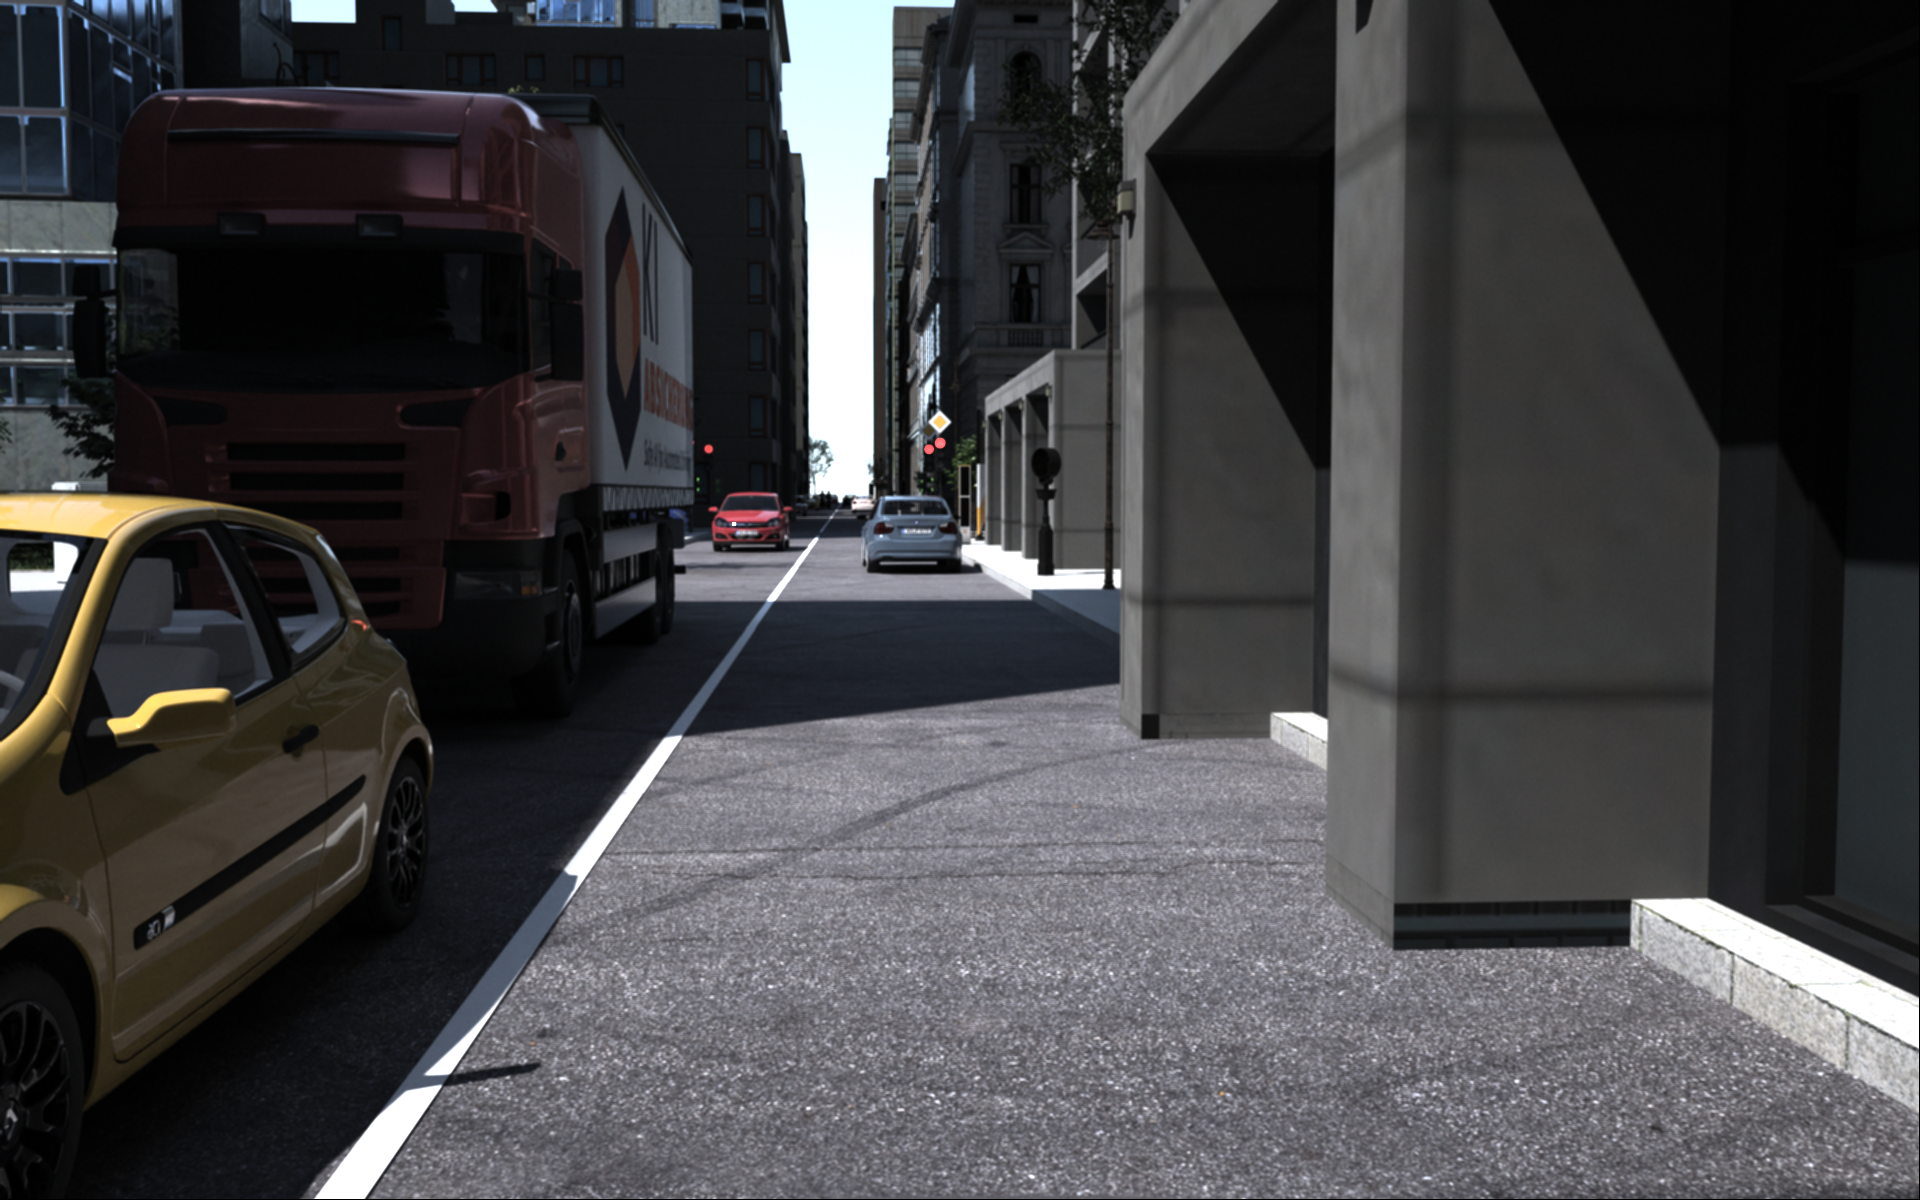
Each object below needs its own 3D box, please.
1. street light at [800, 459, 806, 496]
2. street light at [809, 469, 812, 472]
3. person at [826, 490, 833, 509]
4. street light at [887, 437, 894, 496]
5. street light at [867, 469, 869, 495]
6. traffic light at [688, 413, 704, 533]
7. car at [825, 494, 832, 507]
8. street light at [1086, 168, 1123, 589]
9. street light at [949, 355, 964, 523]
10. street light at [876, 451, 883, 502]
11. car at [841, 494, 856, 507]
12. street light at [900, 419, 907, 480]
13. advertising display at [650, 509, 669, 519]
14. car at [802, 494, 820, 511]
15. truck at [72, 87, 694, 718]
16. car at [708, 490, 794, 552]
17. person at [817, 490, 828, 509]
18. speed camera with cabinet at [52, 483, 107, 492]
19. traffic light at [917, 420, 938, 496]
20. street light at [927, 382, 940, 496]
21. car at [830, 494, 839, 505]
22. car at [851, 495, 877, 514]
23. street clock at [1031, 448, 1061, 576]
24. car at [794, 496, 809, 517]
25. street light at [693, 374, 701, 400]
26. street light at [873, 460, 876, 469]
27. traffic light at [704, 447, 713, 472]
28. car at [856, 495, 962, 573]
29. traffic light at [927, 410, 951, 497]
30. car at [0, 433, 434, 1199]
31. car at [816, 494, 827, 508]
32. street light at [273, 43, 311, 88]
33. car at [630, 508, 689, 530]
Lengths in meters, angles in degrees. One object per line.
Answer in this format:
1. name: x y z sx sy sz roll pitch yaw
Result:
1. street light: -20.273 -15.483 225.938 0.468 5.910 1.993 0 4 -4
2. street light: -22.525 -17.582 260.248 0.468 5.910 1.993 0 4 -4
3. person: -12.726 -9.770 168.332 0.705 1.812 1.348 -2 4 -33
4. street light: -6.016 -10.695 147.652 0.468 5.910 1.993 0 4 -4
5. street light: -13.676 -17.920 265.784 0.468 5.910 1.993 0 4 -4
6. traffic light: -8.940 -4.196 57.520 0.839 4.253 0.868 0 4 -4
7. car: -15.313 -11.213 193.552 2.015 1.641 3.980 0 4 -5
8. street light: 2.012 -3.086 23.241 0.468 5.910 1.993 0 4 -4
9. street light: -0.133 -5.196 57.737 0.468 5.910 1.993 0 4 -4
10. street light: -8.317 -12.819 182.377 0.468 5.910 1.993 0 4 -4
11. car: -11.951 -10.948 188.793 2.009 1.686 4.222 0 4 -4
12. street light: -3.449 -8.159 106.179 0.468 5.910 1.993 0 4 -4
13. advertising display: -8.916 -2.828 51.454 0.123 1.923 0.974 1 4 18
14. car: -12.933 -8.445 148.298 2.015 1.641 3.980 0 4 -2
15. truck: -3.900 -1.559 14.405 2.839 4.237 11.283 0 4 -4
16. car: -5.345 -2.172 44.558 2.155 1.783 4.494 0 4 -3
17. person: -13.010 -9.475 163.433 1.348 1.823 0.705 2 4 26
18. speed camera with cabinet: -12.279 -1.907 25.512 0.660 3.252 2.038 2 4 27
19. traffic light: -1.211 -4.716 66.034 0.839 4.253 0.868 0 4 -4
20. street light: -1.103 -6.047 71.654 0.468 5.910 1.993 0 4 -4
21. car: -17.249 -13.661 232.392 2.155 1.783 4.494 0 4 -2
22. car: -7.040 -7.061 127.817 2.083 1.381 4.827 0 4 -2
23. street clock: 1.353 -1.387 27.250 0.358 2.002 0.471 -3 4 -37
24. car: -10.555 -5.944 109.763 1.945 1.354 3.894 0 4 -5
25. street light: -9.956 -5.697 65.940 0.468 5.910 1.993 0 4 -4
26. street light: -10.462 -14.926 216.833 0.468 5.910 1.993 0 4 -4
27. traffic light: -9.454 -4.683 65.489 0.839 4.253 0.868 0 4 -4
28. car: -0.953 -1.279 32.922 2.014 1.417 4.499 0 4 -5
29. traffic light: -0.696 -4.229 58.066 0.839 4.253 0.868 0 4 -4
30. car: -2.599 0.363 4.284 2.015 1.641 3.980 0 4 -2
31. car: -14.880 -10.586 183.309 2.015 1.641 3.980 0 4 -4
32. street light: -6.880 -2.788 18.378 0.468 5.910 1.993 0 4 -4
33. car: -11.460 -3.184 61.646 3.694 1.707 1.945 0 4 -2
